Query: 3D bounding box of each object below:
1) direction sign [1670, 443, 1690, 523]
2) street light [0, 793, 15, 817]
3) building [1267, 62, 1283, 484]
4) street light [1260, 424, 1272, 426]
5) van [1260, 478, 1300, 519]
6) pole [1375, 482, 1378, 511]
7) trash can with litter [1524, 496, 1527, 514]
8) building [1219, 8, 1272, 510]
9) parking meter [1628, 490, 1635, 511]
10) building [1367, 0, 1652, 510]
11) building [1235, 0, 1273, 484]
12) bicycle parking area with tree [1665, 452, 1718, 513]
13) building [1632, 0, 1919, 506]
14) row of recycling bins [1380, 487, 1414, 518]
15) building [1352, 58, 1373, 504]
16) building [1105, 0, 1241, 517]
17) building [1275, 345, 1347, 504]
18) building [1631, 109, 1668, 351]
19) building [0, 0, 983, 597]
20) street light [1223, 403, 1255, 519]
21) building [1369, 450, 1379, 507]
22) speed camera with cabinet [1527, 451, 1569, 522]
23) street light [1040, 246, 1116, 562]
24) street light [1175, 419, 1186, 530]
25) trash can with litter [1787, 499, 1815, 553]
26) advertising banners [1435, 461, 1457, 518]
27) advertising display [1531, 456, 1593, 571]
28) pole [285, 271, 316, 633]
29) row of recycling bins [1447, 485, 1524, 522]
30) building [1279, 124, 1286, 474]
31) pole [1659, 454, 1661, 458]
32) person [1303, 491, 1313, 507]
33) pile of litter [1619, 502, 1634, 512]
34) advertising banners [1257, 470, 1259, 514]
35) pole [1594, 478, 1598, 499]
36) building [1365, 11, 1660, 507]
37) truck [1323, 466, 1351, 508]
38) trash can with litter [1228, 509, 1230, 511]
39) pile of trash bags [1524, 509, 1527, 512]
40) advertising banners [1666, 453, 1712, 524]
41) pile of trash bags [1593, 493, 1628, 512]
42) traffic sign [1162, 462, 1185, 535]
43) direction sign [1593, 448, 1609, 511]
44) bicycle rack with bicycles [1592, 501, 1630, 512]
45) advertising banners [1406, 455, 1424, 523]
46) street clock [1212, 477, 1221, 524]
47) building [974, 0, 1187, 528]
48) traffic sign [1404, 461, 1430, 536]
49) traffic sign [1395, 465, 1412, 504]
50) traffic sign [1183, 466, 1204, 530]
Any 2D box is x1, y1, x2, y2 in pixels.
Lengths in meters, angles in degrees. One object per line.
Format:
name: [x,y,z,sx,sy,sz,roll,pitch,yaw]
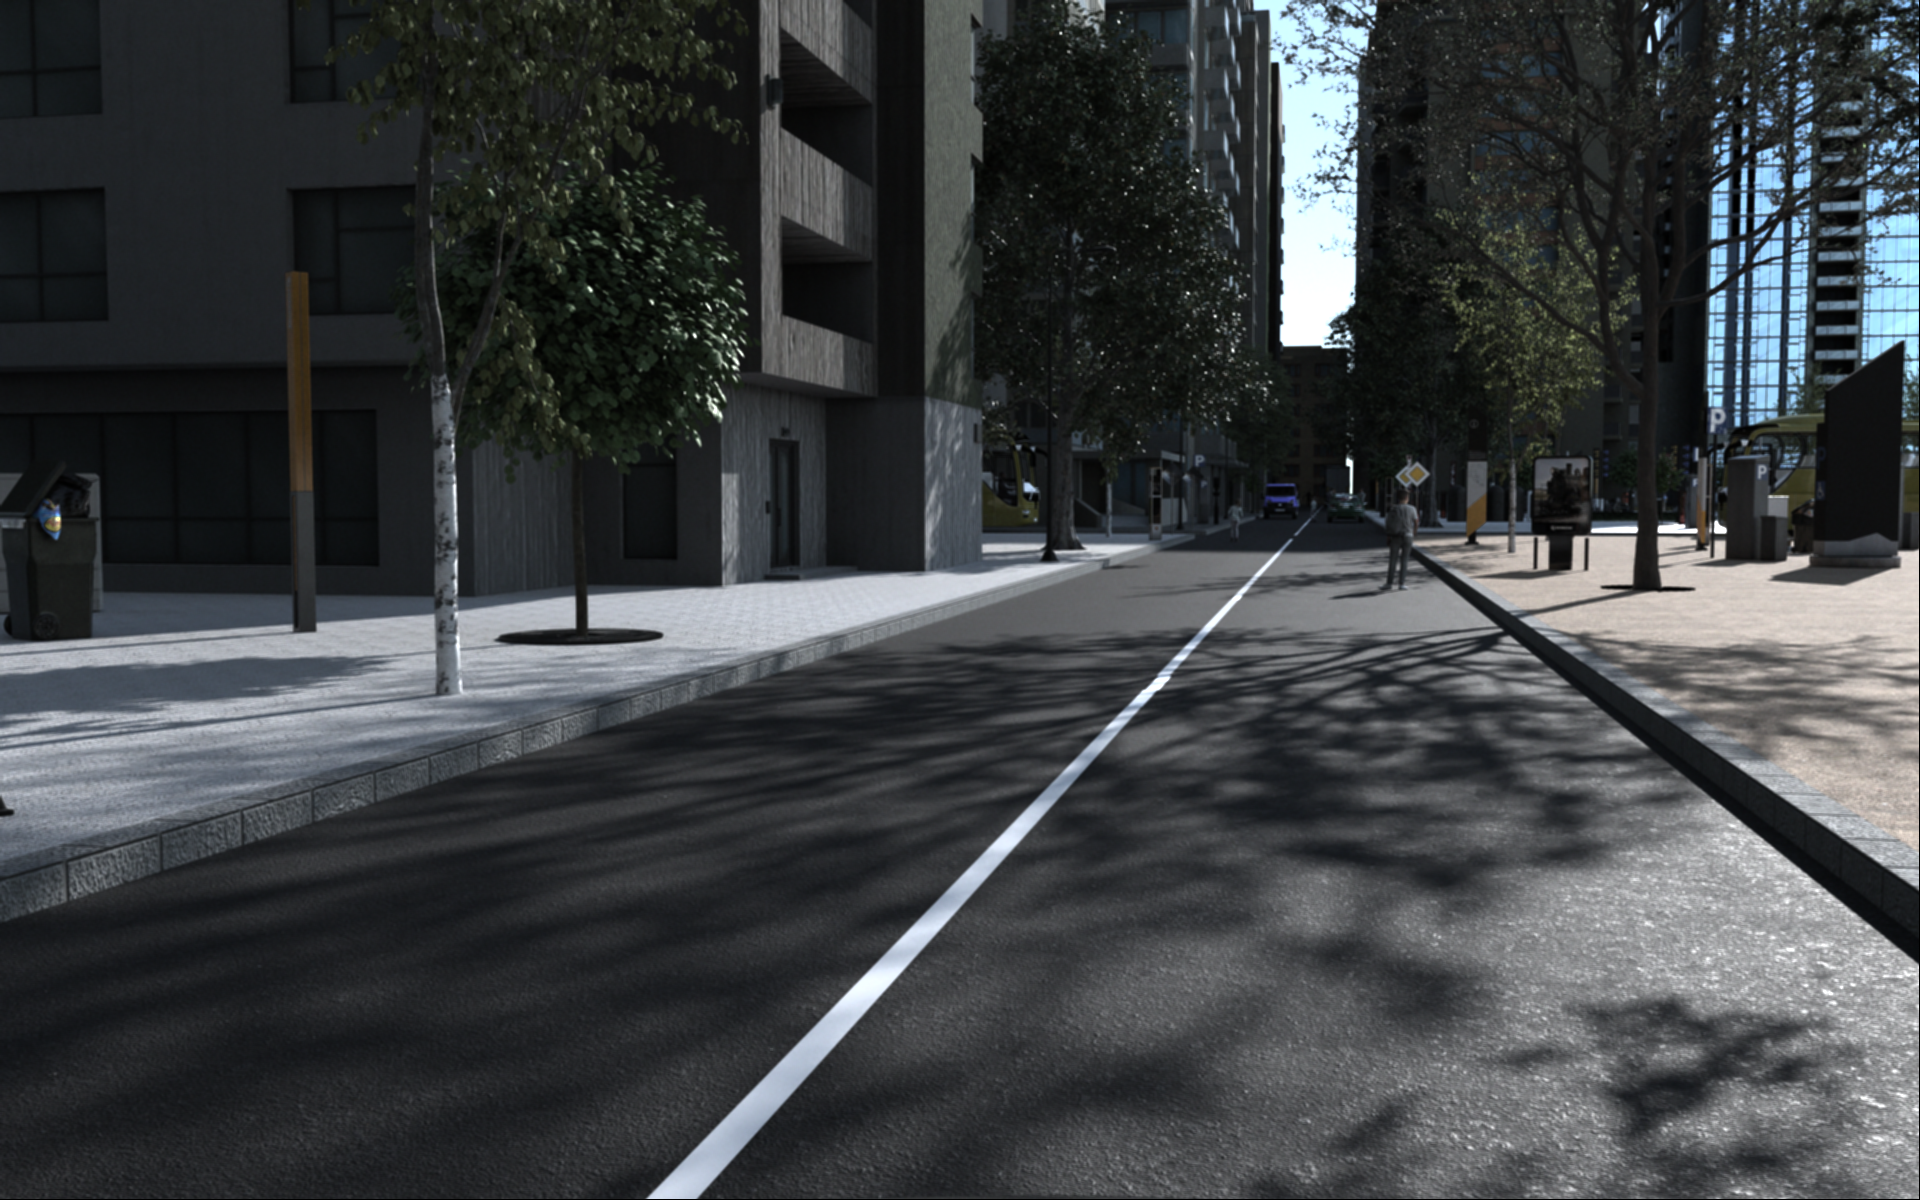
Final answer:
direction sign: [31.916,-5.191,76.862,0.876,3.537,0.379,0,4,-2]
street light: [-3.443,-2.084,6.618,1.470,5.913,1.316,1,4,12]
building: [25.820,-32.307,178.324,14.600,45.320,14.200,1,4,12]
street light: [19.944,-8.688,114.589,1.470,5.913,1.316,1,4,12]
van: [18.621,-5.881,100.530,2.240,2.365,5.245,1,4,11]
pole: [31.099,-8.279,129.206,0.158,3.312,0.155,0,3,0]
trash can with litter: [38.506,-6.305,114.146,1.678,1.210,2.233,0,4,2]
building: [18.224,-28.125,143.433,14.154,41.232,14.086,1,4,12]
parking meter: [44.209,-6.463,114.074,0.372,1.533,0.369,0,3,0]
building: [46.917,-30.326,150.451,22.147,44.769,28.867,1,4,12]
building: [18.740,-44.151,160.121,20.563,71.187,20.611,1,4,12]
bicycle parking area with tree: [51.863,-8.069,118.928,8.231,4.147,9.016,-1,4,-20]
building: [89.970,-53.430,186.253,31.000,86.520,22.319,1,4,12]
row of recycling bins: [24.383,-5.406,95.497,3.534,1.692,1.069,-3,5,-40]
building: [65.345,-41.626,222.591,28.212,58.520,21.231,1,4,12]
building: [5.937,-29.929,108.955,23.786,49.044,30.456,1,4,12]
building: [37.022,-23.689,232.352,28.899,21.520,27.650,1,4,12]
building: [90.627,-36.274,216.776,21.600,48.544,21.300,1,4,12]
building: [-7.882,-15.622,27.123,14.160,30.474,14.107,1,4,12]
street light: [14.091,-7.056,87.900,1.470,5.913,1.316,1,4,12]
building: [48.181,-24.530,172.759,14.160,30.474,14.107,1,4,12]
speed camera with cabinet: [27.391,-5.257,80.285,2.038,3.252,0.660,1,4,20]
street light: [2.232,-3.682,32.746,1.470,5.913,1.316,1,4,12]
street light: [8.427,-5.457,61.770,1.470,5.913,1.316,1,4,12]
trash can with litter: [18.245,-1.621,37.883,0.624,1.170,1.055,-3,4,-36]
advertising banners: [25.625,-5.846,91.775,0.090,3.025,2.074,-1,4,-22]
advertising display: [10.171,-1.472,29.283,0.974,1.923,0.123,3,4,35]
pole: [-6.100,-1.357,16.023,0.158,3.312,0.155,0,3,0]
row of recycling bins: [24.449,-4.488,80.497,3.534,1.692,1.069,0,4,-4]
building: [21.848,-35.508,200.167,30.456,49.044,23.786,1,4,12]
pole: [35.354,-5.722,87.397,0.158,3.312,0.155,0,3,0]
person: [39.889,-11.589,198.121,1.348,1.807,0.705,0,4,-1]
pile of litter: [34.927,-4.693,90.698,1.176,0.858,1.719,-2,4,-29]
advertising banners: [19.360,-7.111,112.454,0.090,3.025,2.074,1,4,8]
pole: [42.485,-7.453,115.697,0.158,3.312,0.155,0,3,0]
building: [59.250,-36.801,190.937,28.713,52.752,27.495,1,4,12]
truck: [38.703,-11.556,177.850,2.839,4.237,11.283,1,4,12]
trash can with litter: [20.441,-7.587,135.101,1.678,1.210,2.233,-3,5,-40]
pile of trash bags: [40.440,-6.842,121.627,1.912,1.369,3.447,1,4,19]
advertising banners: [30.826,-4.731,73.539,2.074,3.025,0.090,1,4,17]
pile of trash bags: [45.017,-6.730,119.781,1.912,1.369,3.447,-2,4,-24]
traffic sign: [6.642,-3.090,54.169,0.795,2.450,0.064,1,4,12]
direction sign: [31.482,-5.697,85.148,0.876,3.537,0.379,-1,4,-15]
bicycle rack with bicycles: [32.323,-4.531,87.456,2.925,0.926,2.852,-3,4,-37]
advertising banners: [20.423,-4.964,77.357,0.090,3.025,2.074,3,5,44]
street clock: [10.877,-4.213,73.448,0.358,2.002,0.471,1,4,15]
building: [-6.648,-23.491,75.965,32.217,40.220,23.993,1,4,12]
traffic sign: [13.866,-2.994,52.595,0.795,2.450,0.064,1,4,12]
traffic sign: [15.551,-3.471,60.401,0.795,2.450,0.064,1,4,12]
traffic sign: [8.327,-3.568,61.975,0.795,2.450,0.064,1,4,12]
